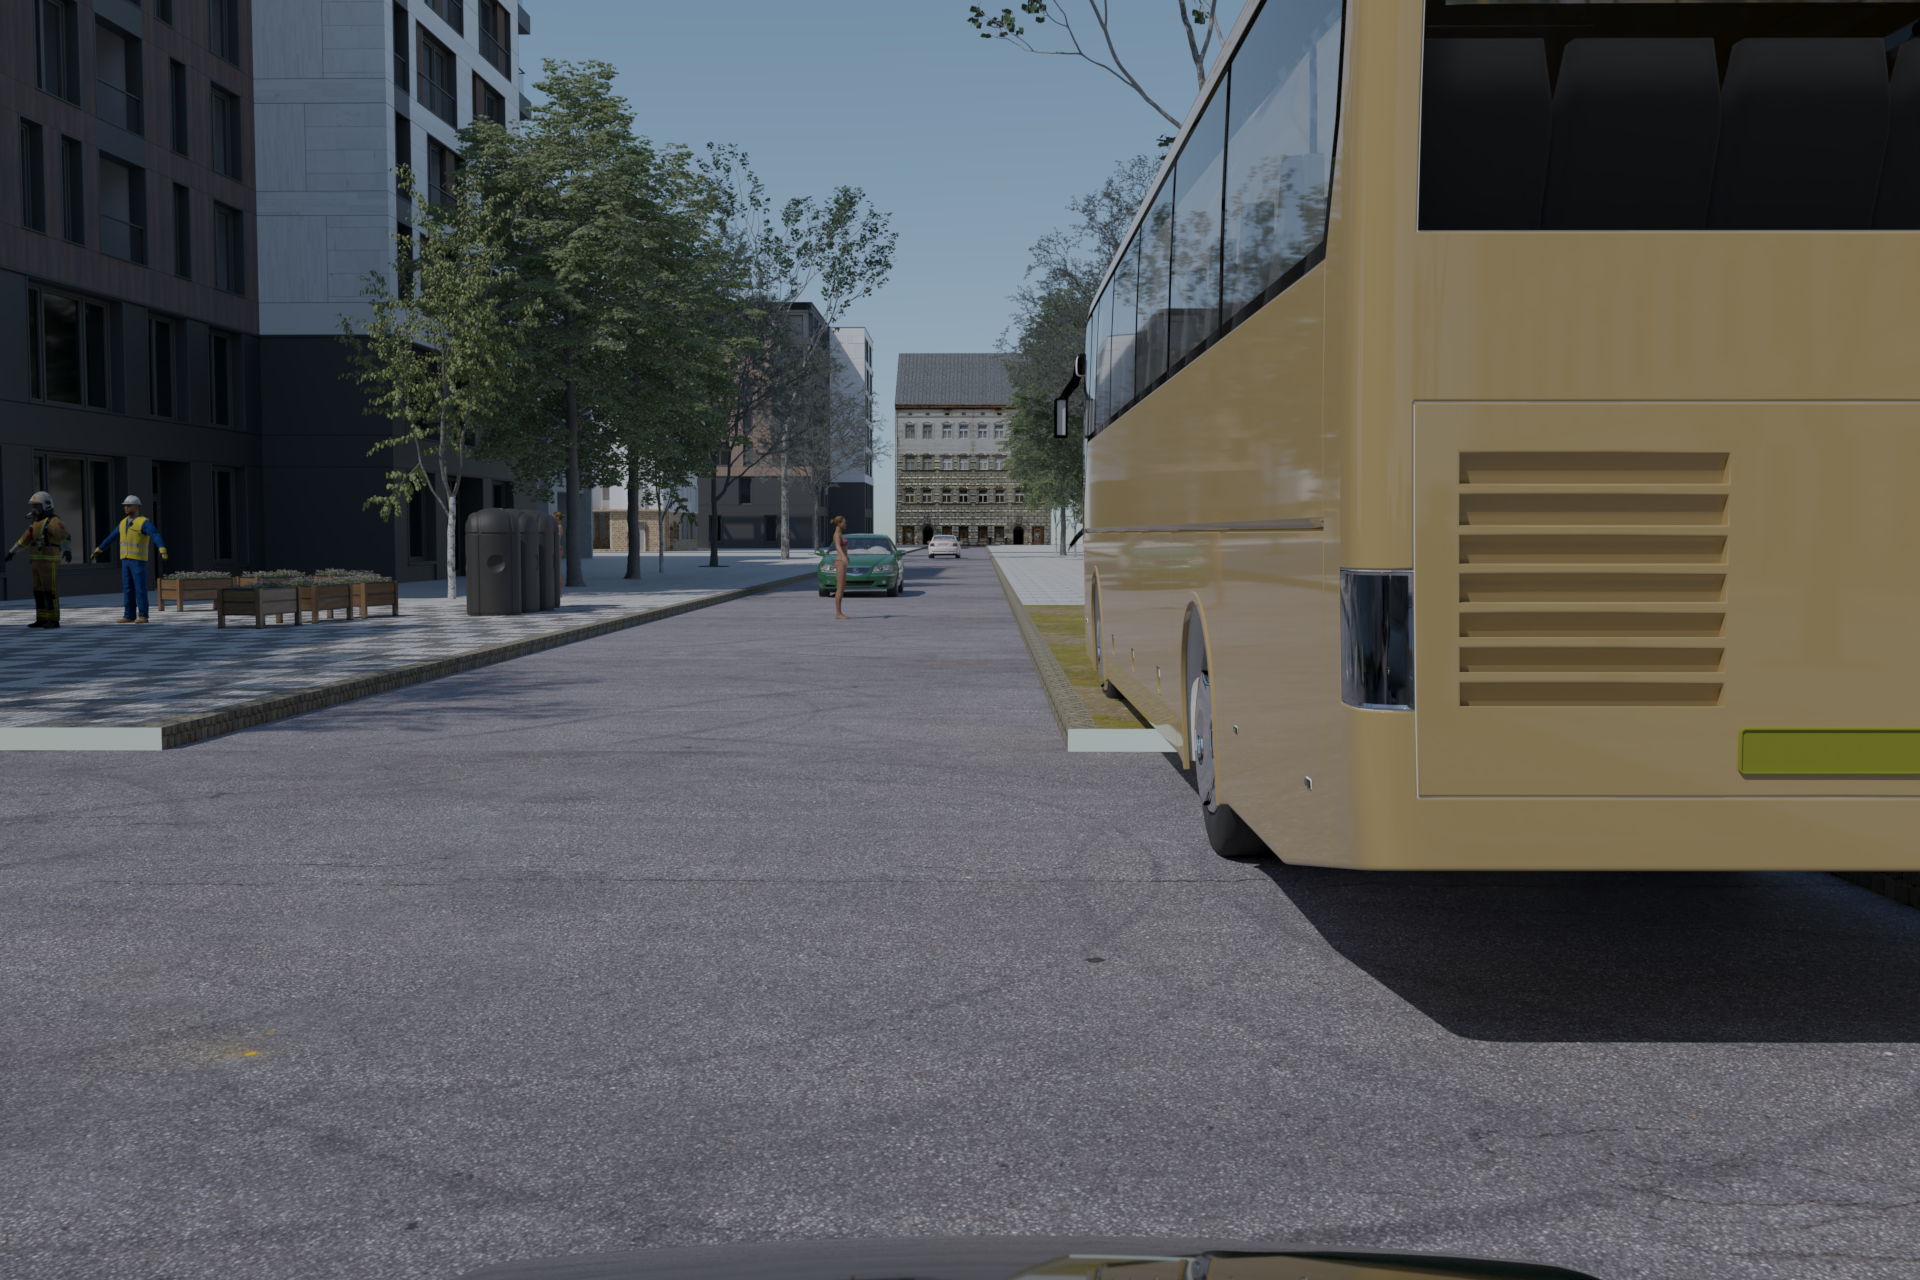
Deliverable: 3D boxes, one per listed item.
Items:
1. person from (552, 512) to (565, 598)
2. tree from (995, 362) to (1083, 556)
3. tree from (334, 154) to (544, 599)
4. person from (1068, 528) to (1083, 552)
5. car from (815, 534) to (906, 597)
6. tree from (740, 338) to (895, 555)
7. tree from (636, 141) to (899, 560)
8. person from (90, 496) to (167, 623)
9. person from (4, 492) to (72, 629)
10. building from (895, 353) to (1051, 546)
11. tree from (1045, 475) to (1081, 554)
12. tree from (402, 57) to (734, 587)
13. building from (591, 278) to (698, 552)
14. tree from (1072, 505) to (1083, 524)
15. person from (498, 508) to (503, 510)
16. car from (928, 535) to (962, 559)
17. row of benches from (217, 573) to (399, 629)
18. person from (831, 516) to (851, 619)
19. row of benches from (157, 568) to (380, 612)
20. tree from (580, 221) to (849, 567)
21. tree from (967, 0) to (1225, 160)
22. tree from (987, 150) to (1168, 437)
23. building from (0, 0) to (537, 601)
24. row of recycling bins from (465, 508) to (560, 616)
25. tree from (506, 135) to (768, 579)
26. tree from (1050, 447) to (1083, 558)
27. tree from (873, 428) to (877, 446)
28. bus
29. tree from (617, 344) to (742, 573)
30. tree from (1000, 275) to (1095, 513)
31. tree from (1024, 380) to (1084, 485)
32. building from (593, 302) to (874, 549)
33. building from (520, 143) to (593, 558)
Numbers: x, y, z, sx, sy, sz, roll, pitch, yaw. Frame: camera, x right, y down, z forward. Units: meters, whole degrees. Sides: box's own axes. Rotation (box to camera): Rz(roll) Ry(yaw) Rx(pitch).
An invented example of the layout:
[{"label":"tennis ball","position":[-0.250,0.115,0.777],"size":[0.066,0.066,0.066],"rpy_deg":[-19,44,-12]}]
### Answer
[{"label":"person","position":[-8.224,-1.727,35.032],"size":[0.721,1.733,1.217],"rpy_deg":[-1,4,-12]},{"label":"tree","position":[5.725,-11.295,102.803],"size":[7.486,12.596,7.792],"rpy_deg":[0,3,0]},{"label":"tree","position":[-10.092,-5.115,33.998],"size":[4.737,8.622,4.395],"rpy_deg":[0,3,0]},{"label":"person","position":[2.969,-1.956,37.923],"size":[1.347,1.837,0.705],"rpy_deg":[2,4,25]},{"label":"car","position":[-2.307,-1.788,41.036],"size":[2.131,1.459,4.920],"rpy_deg":[0,4,1]},{"label":"tree","position":[-9.044,-12.111,108.387],"size":[12.009,13.543,11.850],"rpy_deg":[0,3,0]},{"label":"tree","position":[-10.219,-14.077,86.047],"size":[12.611,20.169,13.585],"rpy_deg":[0,3,0]},{"label":"person","position":[-11.905,-1.159,24.922],"size":[1.349,1.833,0.705],"rpy_deg":[1,4,19]},{"label":"person","position":[-12.487,-1.089,23.577],"size":[1.354,1.858,0.705],"rpy_deg":[2,4,28]},{"label":"building","position":[1.681,-22.969,208.928],"size":[18.063,23.208,19.493],"rpy_deg":[0,4,1]},{"label":"tree","position":[6.069,-9.912,112.418],"size":[4.360,8.622,3.978],"rpy_deg":[0,3,0]},{"label":"tree","position":[-9.310,-7.547,41.524],"size":[7.486,12.596,7.792],"rpy_deg":[0,3,0]},{"label":"building","position":[-26.556,-16.647,128.599],"size":[16.016,20.090,11.380],"rpy_deg":[0,4,1]},{"label":"tree","position":[17.038,-17.632,206.412],"size":[7.486,12.596,7.792],"rpy_deg":[0,3,0]},{"label":"person","position":[-9.541,-1.825,35.964],"size":[1.347,1.817,0.704],"rpy_deg":[-2,4,-31]},{"label":"car","position":[-0.907,-5.532,102.813],"size":[2.083,1.381,4.827],"rpy_deg":[0,4,1]},{"label":"row of benches","position":[-9.413,-0.607,25.384],"size":[1.422,0.672,4.104],"rpy_deg":[1,4,9]},{"label":"person","position":[-1.944,-1.228,29.333],"size":[0.721,1.733,1.217],"rpy_deg":[0,4,-2]},{"label":"row of benches","position":[-12.000,-0.896,30.115],"size":[1.422,0.672,4.104],"rpy_deg":[2,4,35]},{"label":"tree","position":[-9.486,-9.602,67.357],"size":[12.009,13.543,11.850],"rpy_deg":[0,3,0]},{"label":"tree","position":[5.106,-10.673,30.392],"size":[12.611,20.169,13.585],"rpy_deg":[0,3,0]},{"label":"tree","position":[5.571,-8.870,55.389],"size":[12.009,13.543,11.850],"rpy_deg":[0,3,0]},{"label":"building","position":[-28.591,-12.133,42.351],"size":[27.936,21.610,32.646],"rpy_deg":[0,4,1]},{"label":"row of recycling bins","position":[-7.348,-1.324,28.768],"size":[1.069,1.692,3.534],"rpy_deg":[0,4,0]},{"label":"tree","position":[-9.402,-8.054,49.809],"size":[7.486,12.596,7.792],"rpy_deg":[0,3,0]},{"label":"tree","position":[6.083,-8.825,94.659],"size":[4.360,8.622,3.978],"rpy_deg":[0,3,0]},{"label":"tree","position":[-16.096,-21.316,204.398],"size":[12.611,20.169,13.585],"rpy_deg":[0,3,0]},{"label":"bus","position":[2.310,-1.159,10.498],"size":[2.896,3.916,12.252],"rpy_deg":[0,4,0]},{"label":"tree","position":[-9.698,-6.538,57.260],"size":[4.737,8.622,4.395],"rpy_deg":[0,3,0]},{"label":"tree","position":[6.538,-10.899,84.856],"size":[9.857,13.997,8.962],"rpy_deg":[0,3,0]},{"label":"tree","position":[6.568,-8.231,68.991],"size":[8.767,10.594,7.601],"rpy_deg":[-2,4,-25]},{"label":"building","position":[-23.349,-19.874,168.920],"size":[27.936,21.610,32.646],"rpy_deg":[0,4,1]},{"label":"building","position":[-28.211,-12.807,75.844],"size":[16.747,18.905,31.486],"rpy_deg":[0,4,1]}]
